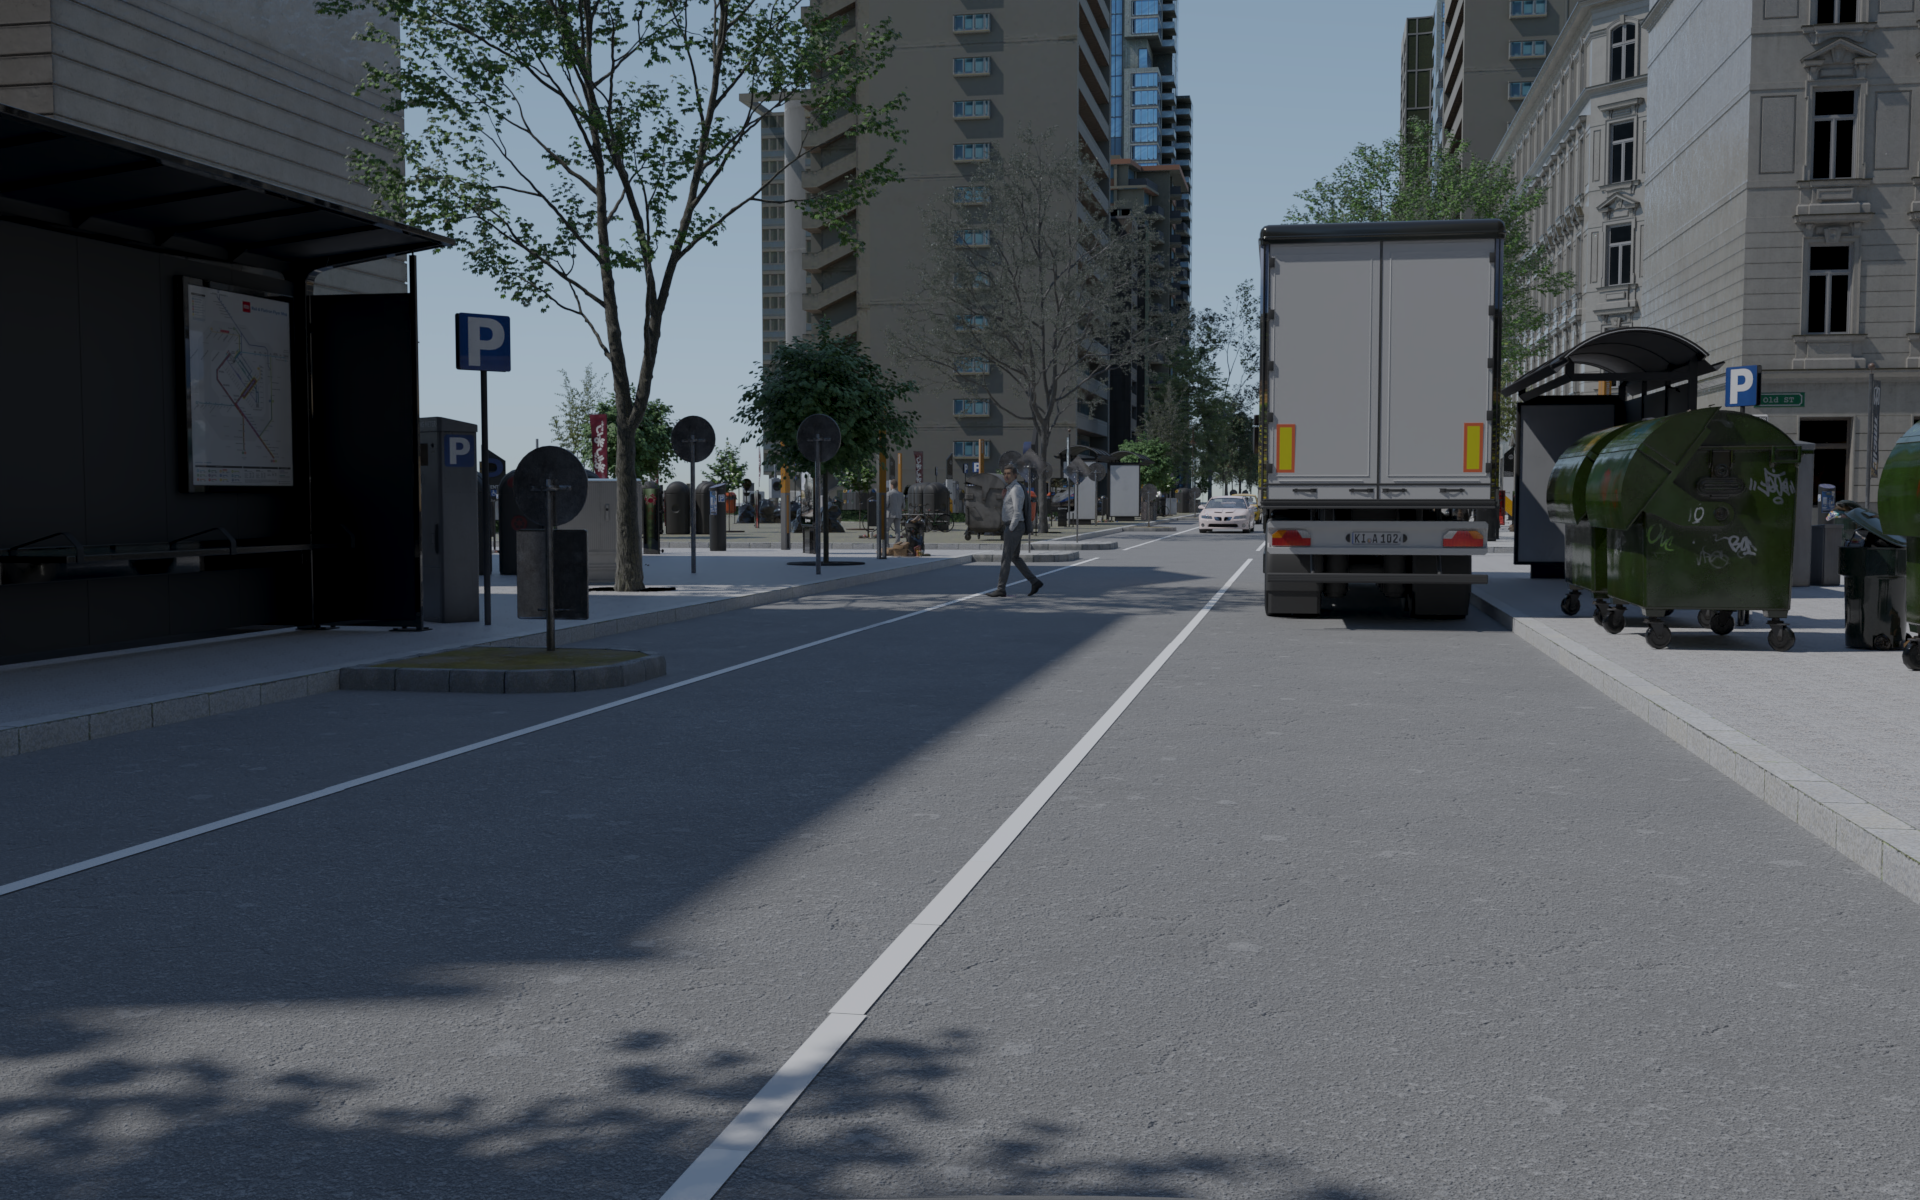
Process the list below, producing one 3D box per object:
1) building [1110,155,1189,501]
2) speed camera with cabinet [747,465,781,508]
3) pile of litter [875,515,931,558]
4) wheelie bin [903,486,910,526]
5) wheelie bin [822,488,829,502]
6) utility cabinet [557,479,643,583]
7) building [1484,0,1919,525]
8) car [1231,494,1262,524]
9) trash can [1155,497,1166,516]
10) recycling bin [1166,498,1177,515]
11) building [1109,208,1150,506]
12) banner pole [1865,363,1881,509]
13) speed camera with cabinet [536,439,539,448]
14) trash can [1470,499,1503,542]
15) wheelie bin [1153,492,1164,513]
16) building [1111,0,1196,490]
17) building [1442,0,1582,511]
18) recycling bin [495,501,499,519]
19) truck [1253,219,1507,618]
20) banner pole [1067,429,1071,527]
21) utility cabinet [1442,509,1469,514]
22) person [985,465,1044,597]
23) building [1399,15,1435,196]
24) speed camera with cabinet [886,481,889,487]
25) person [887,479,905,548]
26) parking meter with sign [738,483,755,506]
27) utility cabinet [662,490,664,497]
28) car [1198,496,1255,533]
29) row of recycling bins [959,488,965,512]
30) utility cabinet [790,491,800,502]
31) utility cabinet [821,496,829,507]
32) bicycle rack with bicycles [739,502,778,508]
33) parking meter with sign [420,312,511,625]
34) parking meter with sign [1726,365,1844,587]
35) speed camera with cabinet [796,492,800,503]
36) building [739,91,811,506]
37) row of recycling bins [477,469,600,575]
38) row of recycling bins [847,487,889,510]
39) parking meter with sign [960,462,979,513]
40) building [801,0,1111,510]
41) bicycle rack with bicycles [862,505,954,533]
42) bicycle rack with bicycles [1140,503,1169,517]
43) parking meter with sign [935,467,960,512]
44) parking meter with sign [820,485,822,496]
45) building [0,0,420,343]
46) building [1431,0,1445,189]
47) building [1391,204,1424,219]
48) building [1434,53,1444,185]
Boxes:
[{"bbox_3d":[18.179,-34.986,226.646,22.147,44.769,28.867,1,4,11],"label":"building"},{"bbox_3d":[-11.143,-6.376,98.588,2.038,3.252,0.660,-1,4,-20],"label":"speed camera with cabinet"},{"bbox_3d":[-1.166,-1.339,35.863,1.176,0.858,1.719,0,4,5],"label":"pile of litter"},{"bbox_3d":[-1.867,-3.717,68.686,0.980,1.594,0.693,-2,4,-34],"label":"wheelie bin"},{"bbox_3d":[-7.090,-4.974,89.227,0.693,1.594,0.980,-1,4,-15],"label":"wheelie bin"},{"bbox_3d":[-5.139,-0.980,24.695,1.173,1.500,0.318,-1,4,-16],"label":"utility cabinet"},{"bbox_3d":[38.810,-19.330,92.463,17.030,29.872,44.131,1,4,11],"label":"building"},{"bbox_3d":[13.587,-4.456,83.072,2.015,1.641,3.980,1,4,12],"label":"car"},{"bbox_3d":[11.587,-5.403,99.986,0.748,1.137,0.748,0,3,0],"label":"trash can"},{"bbox_3d":[13.015,-5.809,107.533,0.722,1.027,0.722,-1,4,-10],"label":"recycling bin"},{"bbox_3d":[11.466,-24.669,175.032,14.160,30.474,14.107,1,4,11],"label":"building"},{"bbox_3d":[17.563,-2.650,33.339,0.401,3.779,0.863,3,5,43],"label":"banner pole"},{"bbox_3d":[-14.432,-4.150,62.189,2.038,3.252,0.660,0,4,-2],"label":"speed camera with cabinet"},{"bbox_3d":[14.323,-2.161,46.992,0.748,1.137,0.748,0,3,0],"label":"trash can"},{"bbox_3d":[13.244,-6.582,115.517,0.980,1.594,0.693,2,4,30],"label":"wheelie bin"},{"bbox_3d":[24.112,-57.614,254.665,22.319,86.520,31.000,1,4,11],"label":"building"},{"bbox_3d":[50.508,-31.539,139.368,21.300,48.544,21.600,1,4,11],"label":"building"},{"bbox_3d":[-16.826,-3.011,61.790,0.722,1.027,0.722,3,5,43],"label":"recycling bin"},{"bbox_3d":[5.327,-2.107,23.371,2.839,4.237,11.283,1,4,10],"label":"truck"},{"bbox_3d":[4.179,-4.694,66.762,0.401,3.779,0.863,0,4,-5],"label":"banner pole"},{"bbox_3d":[20.336,-3.825,71.214,0.318,1.500,1.173,-3,4,-36],"label":"utility cabinet"},{"bbox_3d":[0.752,-0.951,24.156,0.850,1.850,0.679,-1,4,-9],"label":"person"},{"bbox_3d":[74.097,-50.173,258.578,20.563,71.187,20.611,1,4,11],"label":"building"},{"bbox_3d":[-4.725,-7.723,120.600,0.660,3.252,2.038,1,4,18],"label":"speed camera with cabinet"},{"bbox_3d":[-1.713,-2.125,43.444,0.606,1.804,0.583,-3,5,-40],"label":"person"},{"bbox_3d":[-13.275,-6.889,108.904,0.543,3.016,1.738,3,5,41],"label":"parking meter with sign"},{"bbox_3d":[-16.840,-5.610,100.399,1.173,1.500,0.318,0,4,5],"label":"utility cabinet"},{"bbox_3d":[10.019,-3.211,64.857,2.083,1.381,4.827,1,4,13],"label":"car"},{"bbox_3d":[1.047,-6.733,117.191,3.534,1.692,1.069,-2,4,-28],"label":"row of recycling bins"},{"bbox_3d":[-11.426,-6.761,119.218,1.173,1.500,0.318,3,4,38],"label":"utility cabinet"},{"bbox_3d":[-5.625,-3.575,69.616,0.306,1.237,1.020,-2,4,-29],"label":"utility cabinet"},{"bbox_3d":[-10.932,-5.032,95.647,2.852,0.926,2.925,1,4,10],"label":"bicycle rack with bicycles"},{"bbox_3d":[-5.188,-1.297,17.467,0.543,3.016,1.738,-3,5,-43],"label":"parking meter with sign"},{"bbox_3d":[11.430,-1.694,23.957,1.738,3.016,0.543,-1,4,-22],"label":"parking meter with sign"},{"bbox_3d":[-10.344,-7.537,117.559,0.660,3.252,2.038,2,4,26],"label":"speed camera with cabinet"},{"bbox_3d":[-1.132,-28.500,157.862,32.217,40.220,23.993,1,4,11],"label":"building"},{"bbox_3d":[-7.441,-1.252,27.585,3.534,1.692,1.069,-1,4,-13],"label":"row of recycling bins"},{"bbox_3d":[-5.278,-6.050,106.034,1.069,1.692,3.534,2,4,33],"label":"row of recycling bins"},{"bbox_3d":[0.683,-5.997,94.310,0.543,3.016,1.738,1,4,20],"label":"parking meter with sign"},{"bbox_3d":[-0.175,-31.211,134.000,21.300,48.544,21.600,1,4,11],"label":"building"},{"bbox_3d":[-1.487,-2.752,58.380,2.925,0.926,2.852,2,4,26],"label":"bicycle rack with bicycles"},{"bbox_3d":[10.219,-5.089,96.587,2.925,0.926,2.852,1,4,11],"label":"bicycle rack with bicycles"},{"bbox_3d":[-0.448,-6.341,99.929,1.738,3.016,0.543,2,4,24],"label":"parking meter with sign"},{"bbox_3d":[-6.662,-5.148,80.436,0.543,3.016,1.738,1,4,15],"label":"parking meter with sign"},{"bbox_3d":[-19.832,-11.003,29.053,18.267,20.994,9.793,1,4,11],"label":"building"},{"bbox_3d":[68.345,-55.369,217.947,22.319,86.520,31.000,1,4,11],"label":"building"},{"bbox_3d":[67.291,-34.213,242.978,14.154,41.232,14.086,1,4,11],"label":"building"},{"bbox_3d":[56.975,-33.330,164.555,23.786,49.044,30.456,1,4,11],"label":"building"}]
